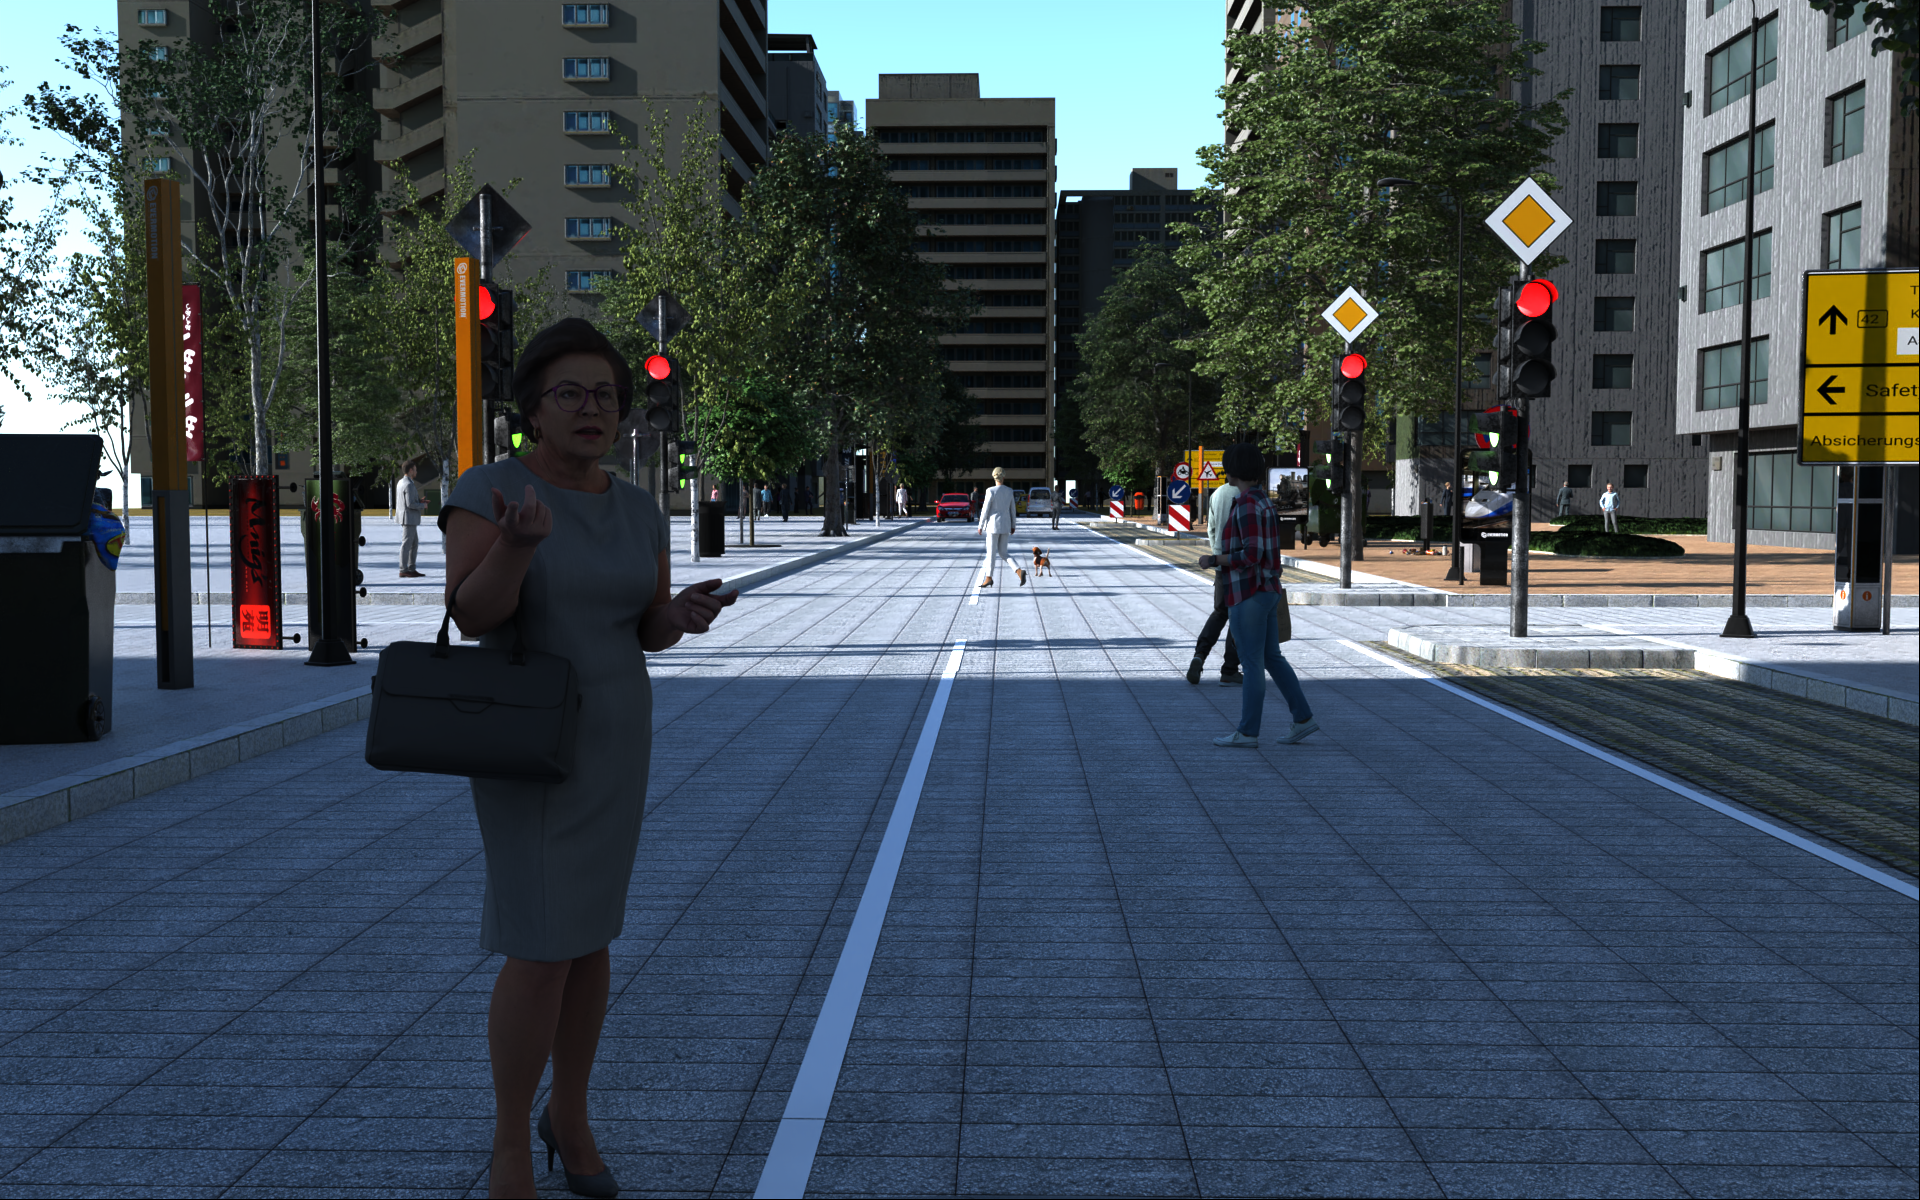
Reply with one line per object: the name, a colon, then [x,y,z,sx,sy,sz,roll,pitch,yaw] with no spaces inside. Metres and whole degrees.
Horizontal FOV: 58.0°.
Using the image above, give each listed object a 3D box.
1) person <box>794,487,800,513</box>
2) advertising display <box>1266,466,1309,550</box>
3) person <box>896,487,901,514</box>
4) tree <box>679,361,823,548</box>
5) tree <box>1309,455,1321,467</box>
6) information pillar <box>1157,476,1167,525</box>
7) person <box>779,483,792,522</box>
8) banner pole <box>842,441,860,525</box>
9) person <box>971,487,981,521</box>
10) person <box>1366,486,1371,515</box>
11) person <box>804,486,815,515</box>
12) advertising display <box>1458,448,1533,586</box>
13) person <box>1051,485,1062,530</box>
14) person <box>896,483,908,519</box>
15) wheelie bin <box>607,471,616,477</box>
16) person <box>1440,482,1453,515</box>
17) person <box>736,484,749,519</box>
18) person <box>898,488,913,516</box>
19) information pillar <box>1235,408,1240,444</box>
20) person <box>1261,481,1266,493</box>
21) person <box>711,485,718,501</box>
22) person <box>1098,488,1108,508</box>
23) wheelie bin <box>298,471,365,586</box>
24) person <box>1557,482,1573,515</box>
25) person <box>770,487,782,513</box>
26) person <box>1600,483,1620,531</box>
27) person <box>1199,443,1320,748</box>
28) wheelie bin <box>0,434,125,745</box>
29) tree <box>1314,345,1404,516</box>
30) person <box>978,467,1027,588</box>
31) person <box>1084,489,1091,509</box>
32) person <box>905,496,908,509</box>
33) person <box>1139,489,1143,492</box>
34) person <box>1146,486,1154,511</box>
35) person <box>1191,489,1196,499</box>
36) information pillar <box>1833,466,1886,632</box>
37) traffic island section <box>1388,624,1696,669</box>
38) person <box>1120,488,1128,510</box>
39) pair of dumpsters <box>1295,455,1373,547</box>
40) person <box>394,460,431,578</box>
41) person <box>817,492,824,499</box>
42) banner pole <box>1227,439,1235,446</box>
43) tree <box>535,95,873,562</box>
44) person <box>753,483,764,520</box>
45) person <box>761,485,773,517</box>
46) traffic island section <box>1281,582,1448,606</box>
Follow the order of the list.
person: [-10.909,-6.684,116.136,0.445,1.727,0.742,-1,4,-15]
advertising display: [7.553,-2.126,39.968,0.974,1.923,0.123,0,4,7]
person: [-3.936,-6.336,110.429,1.217,1.735,0.721,-3,5,-43]
tree: [-5.140,-3.575,42.169,4.285,4.588,4.351,0,3,0]
tree: [18.161,-5.737,88.399,1.663,3.219,1.824,0,3,0]
information pillar: [8.403,-4.125,71.934,0.304,2.012,0.304,-1,4,-21]
person: [-8.011,-4.475,79.623,0.534,1.772,0.576,2,4,31]
banner pole: [-4.604,-5.060,72.749,0.863,3.779,0.401,-2,4,-32]
person: [0.835,-5.116,92.243,0.767,1.812,0.694,3,4,37]
person: [23.943,-5.845,102.062,0.683,1.767,0.568,3,4,36]
person: [-9.277,-6.142,106.907,0.568,1.767,0.683,3,5,42]
advertising display: [7.484,-1.164,24.245,0.974,1.923,0.123,1,4,16]
person: [3.864,-3.660,68.623,0.520,1.790,0.573,2,4,25]
person: [-2.989,-5.153,90.178,0.514,1.842,0.818,-2,4,-33]
wheelie bin: [-5.089,-0.994,24.157,0.980,1.594,0.693,-1,4,-15]
person: [20.169,-3.997,71.820,0.534,1.772,0.576,2,4,32]
person: [-11.189,-5.060,89.116,0.599,1.781,0.374,2,4,24]
person: [-3.365,-5.761,100.245,1.348,1.823,0.705,1,4,13]
information pillar: [7.524,-3.404,47.011,0.183,3.616,0.504,0,4,4]
person: [10.167,-3.118,57.769,0.760,1.731,0.466,2,4,31]
person: [-14.069,-5.690,99.087,0.555,1.821,0.388,2,4,30]
person: [12.935,-9.310,157.885,1.348,1.869,0.705,-2,4,-34]
wheelie bin: [-8.784,-0.997,24.213,0.980,1.594,0.693,2,4,32]
person: [25.266,-4.046,72.376,0.661,1.801,0.590,1,4,10]
person: [-12.041,-6.621,114.982,1.217,1.739,0.721,-3,4,-38]
person: [18.932,-2.605,50.442,0.589,1.601,0.330,2,4,31]
person: [1.694,-0.029,9.808,0.643,1.720,0.563,1,4,22]
wheelie bin: [-4.850,-0.072,9.079,0.980,1.594,0.693,-1,4,-11]
tree: [17.607,-7.757,77.183,4.737,8.622,4.395,0,3,0]
person: [0.639,-1.101,26.382,0.818,1.842,0.514,2,4,33]
person: [10.768,-8.409,144.468,0.756,1.711,0.436,2,4,25]
person: [-4.811,-8.641,147.877,0.990,1.755,0.434,-2,4,-30]
person: [15.157,-8.367,143.672,0.721,1.723,1.217,1,4,13]
person: [14.366,-7.664,130.982,0.705,1.869,1.348,-1,4,-17]
person: [16.611,-7.259,124.726,0.705,1.824,1.348,-2,4,-28]
information pillar: [8.414,-0.716,16.192,0.304,2.012,0.304,0,4,-5]
traffic island section: [5.046,0.410,15.579,2.009,0.180,2.903,0,4,2]
person: [13.015,-8.086,138.799,0.990,1.755,0.434,0,4,0]
pair of dumpsters: [9.229,-2.518,43.659,1.574,2.255,4.437,0,4,2]
person: [-8.410,-1.252,26.715,0.583,1.804,0.606,-3,4,-36]
person: [-8.782,-6.618,114.264,1.348,1.823,0.705,-2,4,-27]
banner pole: [12.337,-5.424,78.694,0.401,3.779,0.863,3,4,36]
tree: [-4.839,-5.017,32.390,4.737,8.622,4.395,0,3,0]
person: [-9.889,-4.782,84.331,0.694,1.812,0.767,0,4,-2]
person: [-11.001,-5.649,98.420,0.660,1.820,0.620,-2,4,-26]
traffic island section: [5.266,-0.078,23.561,2.009,0.180,2.903,0,4,2]
